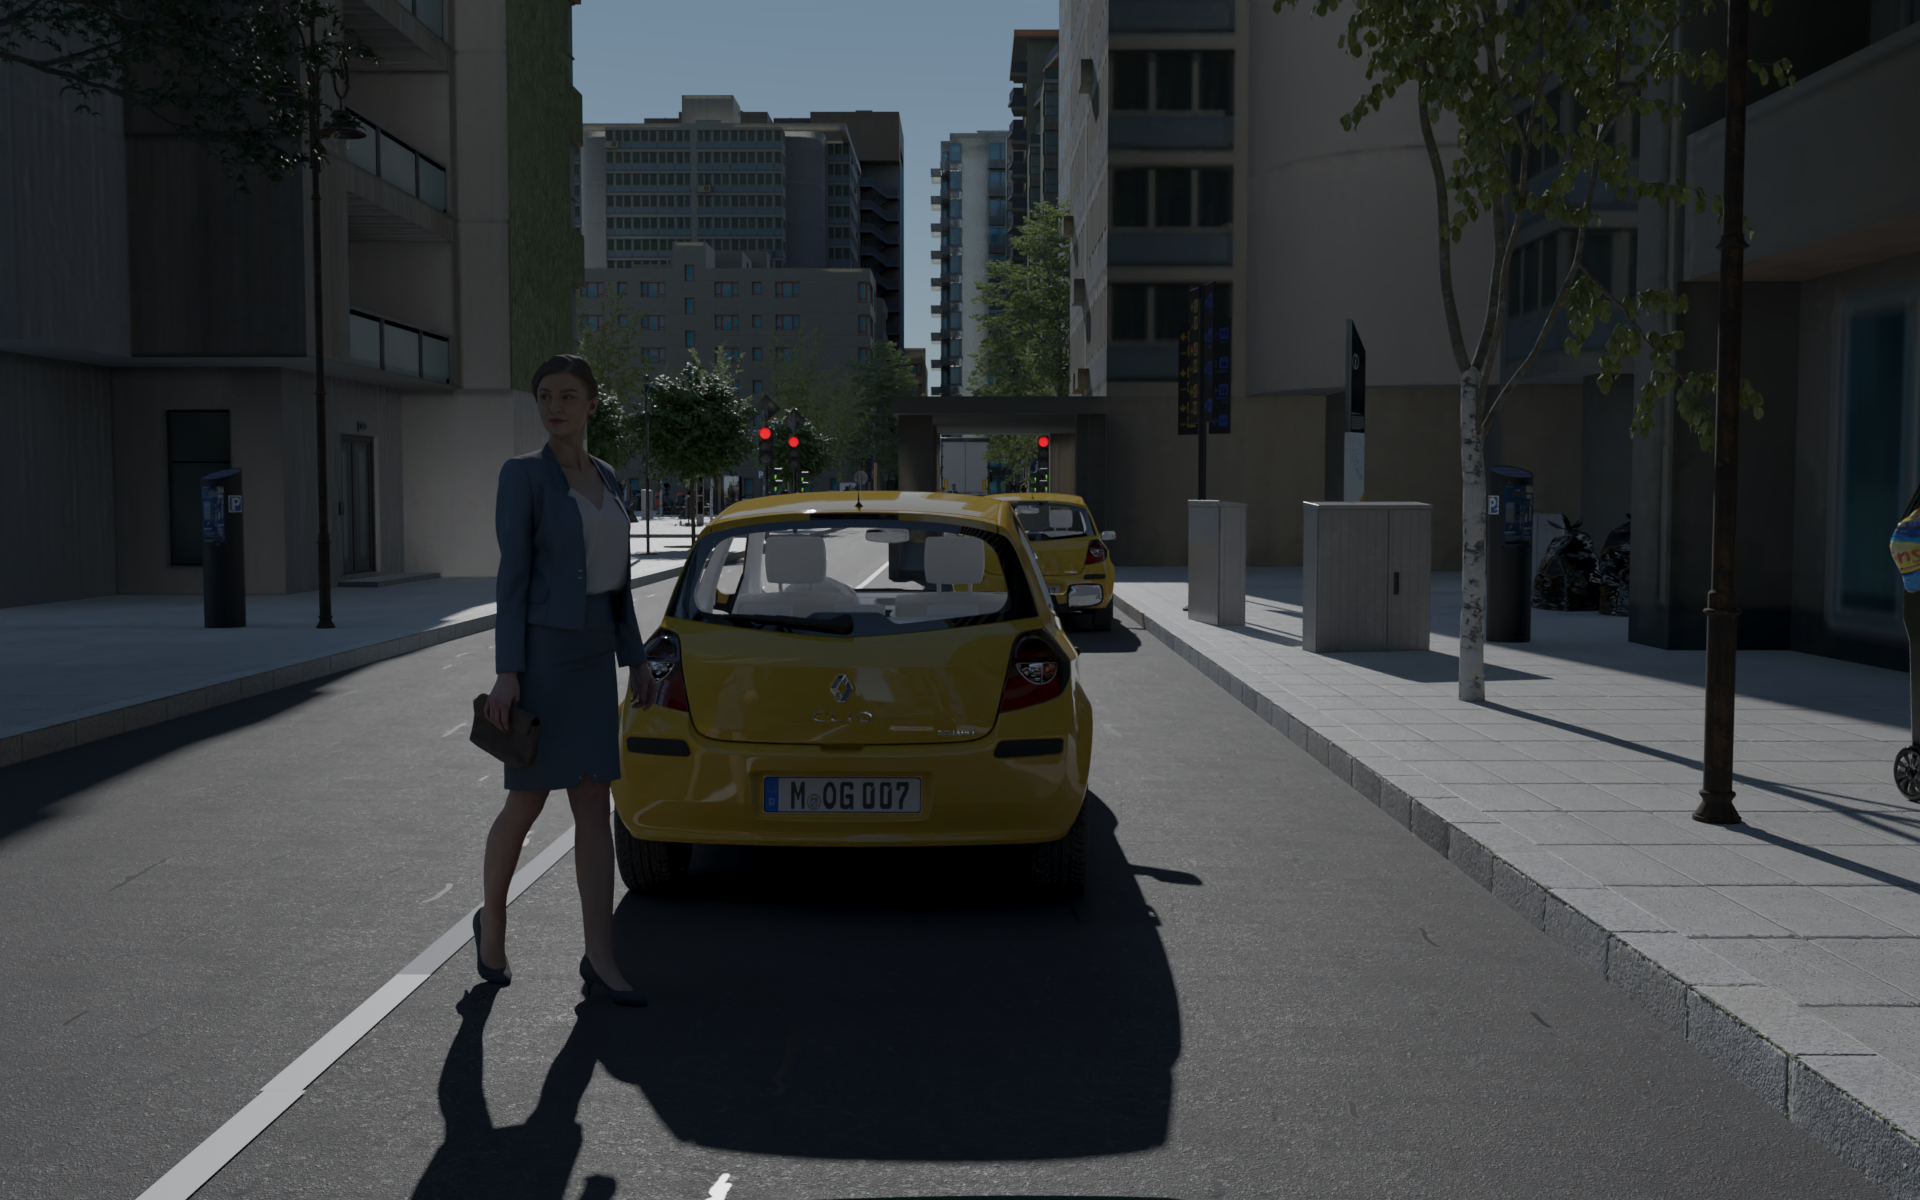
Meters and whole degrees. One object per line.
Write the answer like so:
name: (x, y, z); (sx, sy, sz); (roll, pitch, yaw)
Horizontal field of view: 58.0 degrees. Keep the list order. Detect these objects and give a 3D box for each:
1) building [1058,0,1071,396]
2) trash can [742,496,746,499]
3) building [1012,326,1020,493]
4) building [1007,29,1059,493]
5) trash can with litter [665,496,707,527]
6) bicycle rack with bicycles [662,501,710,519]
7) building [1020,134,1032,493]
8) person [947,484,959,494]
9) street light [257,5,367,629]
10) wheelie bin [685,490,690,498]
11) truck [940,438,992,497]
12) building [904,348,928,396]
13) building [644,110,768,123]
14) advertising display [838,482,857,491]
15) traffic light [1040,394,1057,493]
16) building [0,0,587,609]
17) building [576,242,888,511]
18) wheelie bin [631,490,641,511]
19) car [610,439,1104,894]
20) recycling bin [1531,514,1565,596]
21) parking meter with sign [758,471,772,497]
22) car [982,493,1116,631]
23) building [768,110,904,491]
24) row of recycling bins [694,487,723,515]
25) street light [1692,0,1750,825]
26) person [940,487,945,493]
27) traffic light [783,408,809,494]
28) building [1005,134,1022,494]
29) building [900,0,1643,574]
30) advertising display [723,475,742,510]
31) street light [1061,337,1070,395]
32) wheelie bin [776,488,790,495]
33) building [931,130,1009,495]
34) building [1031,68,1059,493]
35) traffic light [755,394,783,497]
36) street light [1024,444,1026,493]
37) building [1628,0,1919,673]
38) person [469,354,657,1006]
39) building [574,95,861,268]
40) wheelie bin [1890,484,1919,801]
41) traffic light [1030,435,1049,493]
building: (12.699, -27.224, 95.220); (14.600, 45.320, 14.200); (0, 4, 0)
trash can: (-15.881, -6.971, 125.635); (0.748, 1.137, 0.748); (0, 3, 0)
building: (12.536, -25.300, 185.351); (14.160, 30.474, 14.107); (0, 4, 0)
building: (15.687, -31.121, 163.454); (22.147, 44.769, 28.867); (0, 4, 0)
trash can with litter: (-10.954, -3.556, 69.200); (1.678, 1.210, 2.233); (-1, 4, -9)
bicycle rack with bicycles: (-14.102, -4.728, 90.689); (2.852, 0.926, 2.925); (3, 5, 43)
building: (12.458, -22.654, 142.088); (14.160, 30.474, 14.107); (0, 4, 0)
person: (-0.329, -4.316, 78.422); (0.648, 1.900, 0.474); (-3, 5, -40)
street light: (-6.076, -2.668, 16.411); (0.468, 5.910, 1.993); (0, 4, 0)
wheelie bin: (-20.104, -7.456, 129.809); (0.693, 1.594, 0.980); (2, 4, 27)
truck: (0.322, -6.280, 91.588); (2.839, 4.237, 11.283); (0, 4, 1)
building: (-19.012, -23.555, 230.169); (28.899, 21.520, 27.650); (0, 4, 0)
building: (-28.265, -33.587, 199.251); (14.200, 45.320, 14.600); (0, 4, 0)
advertising display: (-5.887, -5.239, 90.869); (0.974, 1.923, 0.123); (-1, 4, -16)
traffic light: (2.673, -3.664, 48.822); (0.839, 4.253, 0.868); (0, 4, 0)
building: (-13.855, -20.800, 23.680); (14.154, 41.232, 14.086); (0, 4, 0)
building: (-20.626, -18.484, 147.245); (27.650, 21.520, 28.899); (0, 4, 0)
wheelie bin: (-24.333, -7.481, 130.225); (0.980, 1.594, 0.693); (1, 4, 20)
car: (-0.340, 0.158, 7.648); (2.015, 1.641, 3.980); (0, 4, 1)
recycling bin: (7.269, -0.590, 22.199); (0.722, 1.027, 0.722); (0, 4, -1)
parking meter with sign: (-14.508, -8.219, 130.634); (0.543, 3.016, 1.738); (2, 4, 28)
car: (0.792, -0.570, 19.544); (2.015, 1.641, 3.980); (0, 4, 1)
building: (-13.766, -33.582, 199.169); (14.200, 45.320, 14.600); (0, 4, 0)
row of recycling bins: (-15.170, -6.126, 107.269); (1.069, 1.692, 3.534); (2, 4, 27)
street light: (2.976, -2.070, 6.631); (0.468, 5.910, 1.993); (0, 4, 0)
person: (-0.931, -4.610, 84.218); (0.599, 1.781, 0.374); (0, 4, 6)
traffic light: (-5.404, -4.153, 56.826); (0.839, 4.253, 0.868); (0, 4, 0)
building: (12.230, -31.561, 199.610); (14.154, 41.232, 14.086); (0, 4, 0)
building: (14.930, -20.978, 34.874); (32.217, 40.220, 23.993); (0, 4, 0)
advertising display: (-7.723, -3.279, 58.833); (0.123, 1.923, 0.974); (-3, 5, -42)
street light: (3.096, -4.627, 48.431); (0.468, 5.910, 1.993); (0, 4, 0)
wheelie bin: (-8.159, -4.386, 79.622); (0.693, 1.594, 0.980); (-1, 4, -19)
building: (11.475, -37.192, 227.694); (30.456, 49.044, 23.786); (0, 4, 0)
building: (12.544, -21.377, 121.208); (14.160, 30.474, 14.107); (0, 4, 0)
traffic light: (-5.439, -3.665, 48.841); (0.839, 4.253, 0.868); (0, 4, 0)
street light: (3.341, -7.140, 89.522); (0.468, 5.910, 1.993); (0, 4, 0)
building: (16.414, -23.202, 3.054); (21.300, 48.544, 21.600); (0, 4, 0)
person: (-1.152, 0.217, 4.973); (0.581, 1.822, 0.654); (-3, 5, -41)
building: (-22.891, -29.431, 173.080); (32.217, 40.220, 23.993); (0, 4, 0)
wheelie bin: (4.333, 0.052, 7.053); (0.980, 1.594, 0.693); (-1, 4, -9)
traffic light: (2.707, -4.152, 56.807); (0.839, 4.253, 0.868); (0, 4, 0)
